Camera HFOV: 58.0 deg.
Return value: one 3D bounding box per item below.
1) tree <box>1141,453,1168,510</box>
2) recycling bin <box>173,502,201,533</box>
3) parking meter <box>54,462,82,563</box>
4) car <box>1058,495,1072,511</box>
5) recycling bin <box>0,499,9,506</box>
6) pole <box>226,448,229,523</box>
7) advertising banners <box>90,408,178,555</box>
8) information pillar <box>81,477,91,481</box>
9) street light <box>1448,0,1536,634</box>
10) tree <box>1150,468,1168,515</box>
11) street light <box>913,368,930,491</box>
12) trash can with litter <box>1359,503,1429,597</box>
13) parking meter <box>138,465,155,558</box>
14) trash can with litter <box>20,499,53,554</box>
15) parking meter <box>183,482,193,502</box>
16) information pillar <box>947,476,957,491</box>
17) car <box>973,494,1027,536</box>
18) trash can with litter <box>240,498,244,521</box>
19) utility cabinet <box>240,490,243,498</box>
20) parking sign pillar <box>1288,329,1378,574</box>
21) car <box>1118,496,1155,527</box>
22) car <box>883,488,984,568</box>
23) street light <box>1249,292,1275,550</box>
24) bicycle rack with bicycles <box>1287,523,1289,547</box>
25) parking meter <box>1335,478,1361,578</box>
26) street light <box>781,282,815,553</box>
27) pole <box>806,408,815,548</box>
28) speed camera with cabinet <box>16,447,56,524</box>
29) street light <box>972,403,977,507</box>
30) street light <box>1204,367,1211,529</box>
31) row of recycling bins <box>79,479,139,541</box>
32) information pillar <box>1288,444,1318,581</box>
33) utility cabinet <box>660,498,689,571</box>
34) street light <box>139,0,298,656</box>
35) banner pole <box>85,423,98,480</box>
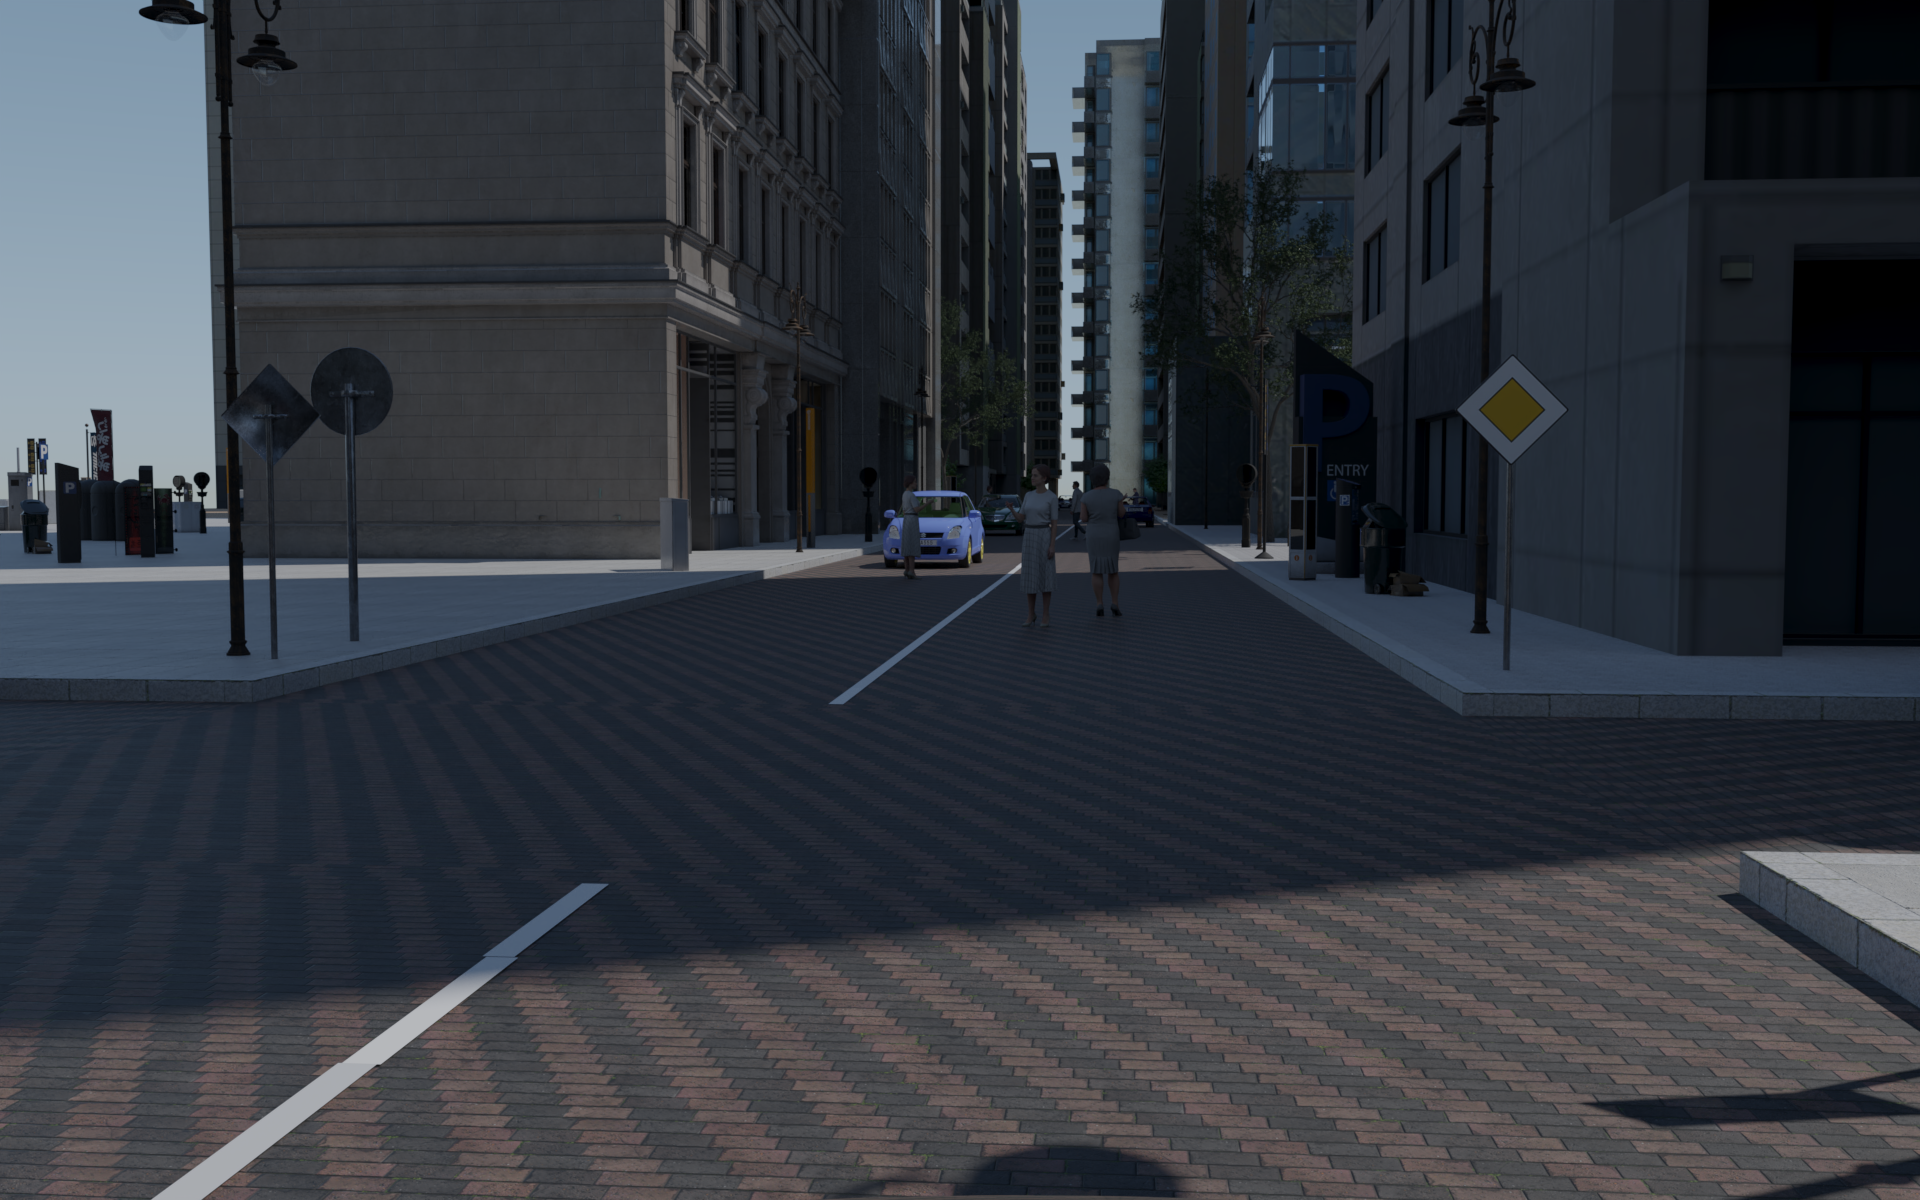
[{"bbox_3d":[15.956,-9.398,137.363,4.285,4.588,4.351,0,3,0],"label":"tree"},{"bbox_3d":[-25.902,-2.779,57.994,0.722,1.027,0.722,3,5,41],"label":"recycling bin"},{"bbox_3d":[-16.580,-1.622,32.229,0.399,1.863,0.255,-3,5,-45],"label":"parking meter"},{"bbox_3d":[9.122,-8.348,149.065,1.945,1.354,3.894,0,4,6],"label":"car"},{"bbox_3d":[-47.709,-4.540,86.775,0.722,1.027,0.722,2,4,27],"label":"recycling bin"},{"bbox_3d":[-32.297,-5.058,76.546,0.158,3.312,0.155,0,3,0],"label":"pole"},{"bbox_3d":[-17.350,-2.459,36.400,0.090,3.025,2.074,2,4,24],"label":"advertising banners"},{"bbox_3d":[-38.038,-4.338,75.426,0.304,2.012,0.304,0,4,7],"label":"information pillar"},{"bbox_3d":[4.800,-2.631,15.803,0.468,5.910,1.993,0,4,5],"label":"street light"},{"bbox_3d":[12.982,-6.801,105.791,1.663,3.219,1.824,0,3,0],"label":"tree"},{"bbox_3d":[-1.365,-5.476,62.323,0.468,5.910,1.993,0,4,5],"label":"street light"},{"bbox_3d":[5.580,-0.654,22.078,0.624,1.170,1.055,-2,4,-25],"label":"trash can with litter"},{"bbox_3d":[-16.448,-1.793,35.033,0.255,1.863,0.399,-1,4,-22],"label":"parking meter"},{"bbox_3d":[-19.858,-1.591,37.406,0.624,1.170,1.055,-3,5,-45],"label":"trash can with litter"},{"bbox_3d":[-37.305,-4.772,83.730,0.399,1.863,0.255,2,4,27],"label":"parking meter"},{"bbox_3d":[-0.334,-4.009,70.040,0.304,2.012,0.304,-2,4,-32],"label":"information pillar"},{"bbox_3d":[1.425,-3.026,61.281,2.131,1.459,4.920,0,4,6],"label":"car"},{"bbox_3d":[-23.023,-2.716,55.792,0.624,1.170,1.055,-1,4,-19],"label":"trash can with litter"},{"bbox_3d":[-36.927,-4.972,89.976,1.173,1.500,0.318,1,4,10],"label":"utility cabinet"},{"bbox_3d":[6.123,-2.436,28.302,1.447,3.967,1.447,0,4,-2],"label":"parking sign pillar"},{"bbox_3d":[7.579,-3.868,75.823,1.945,1.354,3.894,0,4,4],"label":"car"},{"bbox_3d":[-0.500,-1.543,34.820,1.945,1.707,3.694,0,4,6],"label":"car"},{"bbox_3d":[6.916,-4.100,39.815,0.468,5.910,1.993,0,4,5],"label":"street light"},{"bbox_3d":[9.476,-1.773,42.371,2.925,0.926,2.852,-3,5,-45],"label":"bicycle rack with bicycles"},{"bbox_3d":[5.944,-1.108,26.526,0.372,1.533,0.369,0,3,0],"label":"parking meter"},{"bbox_3d":[-3.531,-3.984,37.918,0.468,5.910,1.993,0,4,5],"label":"street light"},{"bbox_3d":[-3.549,-2.893,41.143,0.158,3.312,0.155,0,3,0],"label":"pole"},{"bbox_3d":[-39.448,-4.874,74.021,2.038,3.252,0.660,-2,4,-32],"label":"speed camera with cabinet"},{"bbox_3d":[0.777,-6.913,85.823,0.468,5.910,1.993,0,4,5],"label":"street light"},{"bbox_3d":[9.019,-5.537,63.318,0.468,5.910,1.993,0,4,5],"label":"street light"},{"bbox_3d":[-23.692,-2.493,47.880,3.534,1.692,1.069,2,4,33],"label":"row of recycling bins"},{"bbox_3d":[5.100,-1.299,25.738,0.304,2.012,0.304,-3,5,-43],"label":"information pillar"},{"bbox_3d":[-4.821,-1.108,29.276,0.306,1.237,1.020,-1,4,-21],"label":"utility cabinet"},{"bbox_3d":[-5.747,-2.497,13.616,0.468,5.910,1.993,0,4,5],"label":"street light"},{"bbox_3d":[-30.917,-4.387,61.738,0.401,3.779,0.863,1,4,11],"label":"banner pole"}]
